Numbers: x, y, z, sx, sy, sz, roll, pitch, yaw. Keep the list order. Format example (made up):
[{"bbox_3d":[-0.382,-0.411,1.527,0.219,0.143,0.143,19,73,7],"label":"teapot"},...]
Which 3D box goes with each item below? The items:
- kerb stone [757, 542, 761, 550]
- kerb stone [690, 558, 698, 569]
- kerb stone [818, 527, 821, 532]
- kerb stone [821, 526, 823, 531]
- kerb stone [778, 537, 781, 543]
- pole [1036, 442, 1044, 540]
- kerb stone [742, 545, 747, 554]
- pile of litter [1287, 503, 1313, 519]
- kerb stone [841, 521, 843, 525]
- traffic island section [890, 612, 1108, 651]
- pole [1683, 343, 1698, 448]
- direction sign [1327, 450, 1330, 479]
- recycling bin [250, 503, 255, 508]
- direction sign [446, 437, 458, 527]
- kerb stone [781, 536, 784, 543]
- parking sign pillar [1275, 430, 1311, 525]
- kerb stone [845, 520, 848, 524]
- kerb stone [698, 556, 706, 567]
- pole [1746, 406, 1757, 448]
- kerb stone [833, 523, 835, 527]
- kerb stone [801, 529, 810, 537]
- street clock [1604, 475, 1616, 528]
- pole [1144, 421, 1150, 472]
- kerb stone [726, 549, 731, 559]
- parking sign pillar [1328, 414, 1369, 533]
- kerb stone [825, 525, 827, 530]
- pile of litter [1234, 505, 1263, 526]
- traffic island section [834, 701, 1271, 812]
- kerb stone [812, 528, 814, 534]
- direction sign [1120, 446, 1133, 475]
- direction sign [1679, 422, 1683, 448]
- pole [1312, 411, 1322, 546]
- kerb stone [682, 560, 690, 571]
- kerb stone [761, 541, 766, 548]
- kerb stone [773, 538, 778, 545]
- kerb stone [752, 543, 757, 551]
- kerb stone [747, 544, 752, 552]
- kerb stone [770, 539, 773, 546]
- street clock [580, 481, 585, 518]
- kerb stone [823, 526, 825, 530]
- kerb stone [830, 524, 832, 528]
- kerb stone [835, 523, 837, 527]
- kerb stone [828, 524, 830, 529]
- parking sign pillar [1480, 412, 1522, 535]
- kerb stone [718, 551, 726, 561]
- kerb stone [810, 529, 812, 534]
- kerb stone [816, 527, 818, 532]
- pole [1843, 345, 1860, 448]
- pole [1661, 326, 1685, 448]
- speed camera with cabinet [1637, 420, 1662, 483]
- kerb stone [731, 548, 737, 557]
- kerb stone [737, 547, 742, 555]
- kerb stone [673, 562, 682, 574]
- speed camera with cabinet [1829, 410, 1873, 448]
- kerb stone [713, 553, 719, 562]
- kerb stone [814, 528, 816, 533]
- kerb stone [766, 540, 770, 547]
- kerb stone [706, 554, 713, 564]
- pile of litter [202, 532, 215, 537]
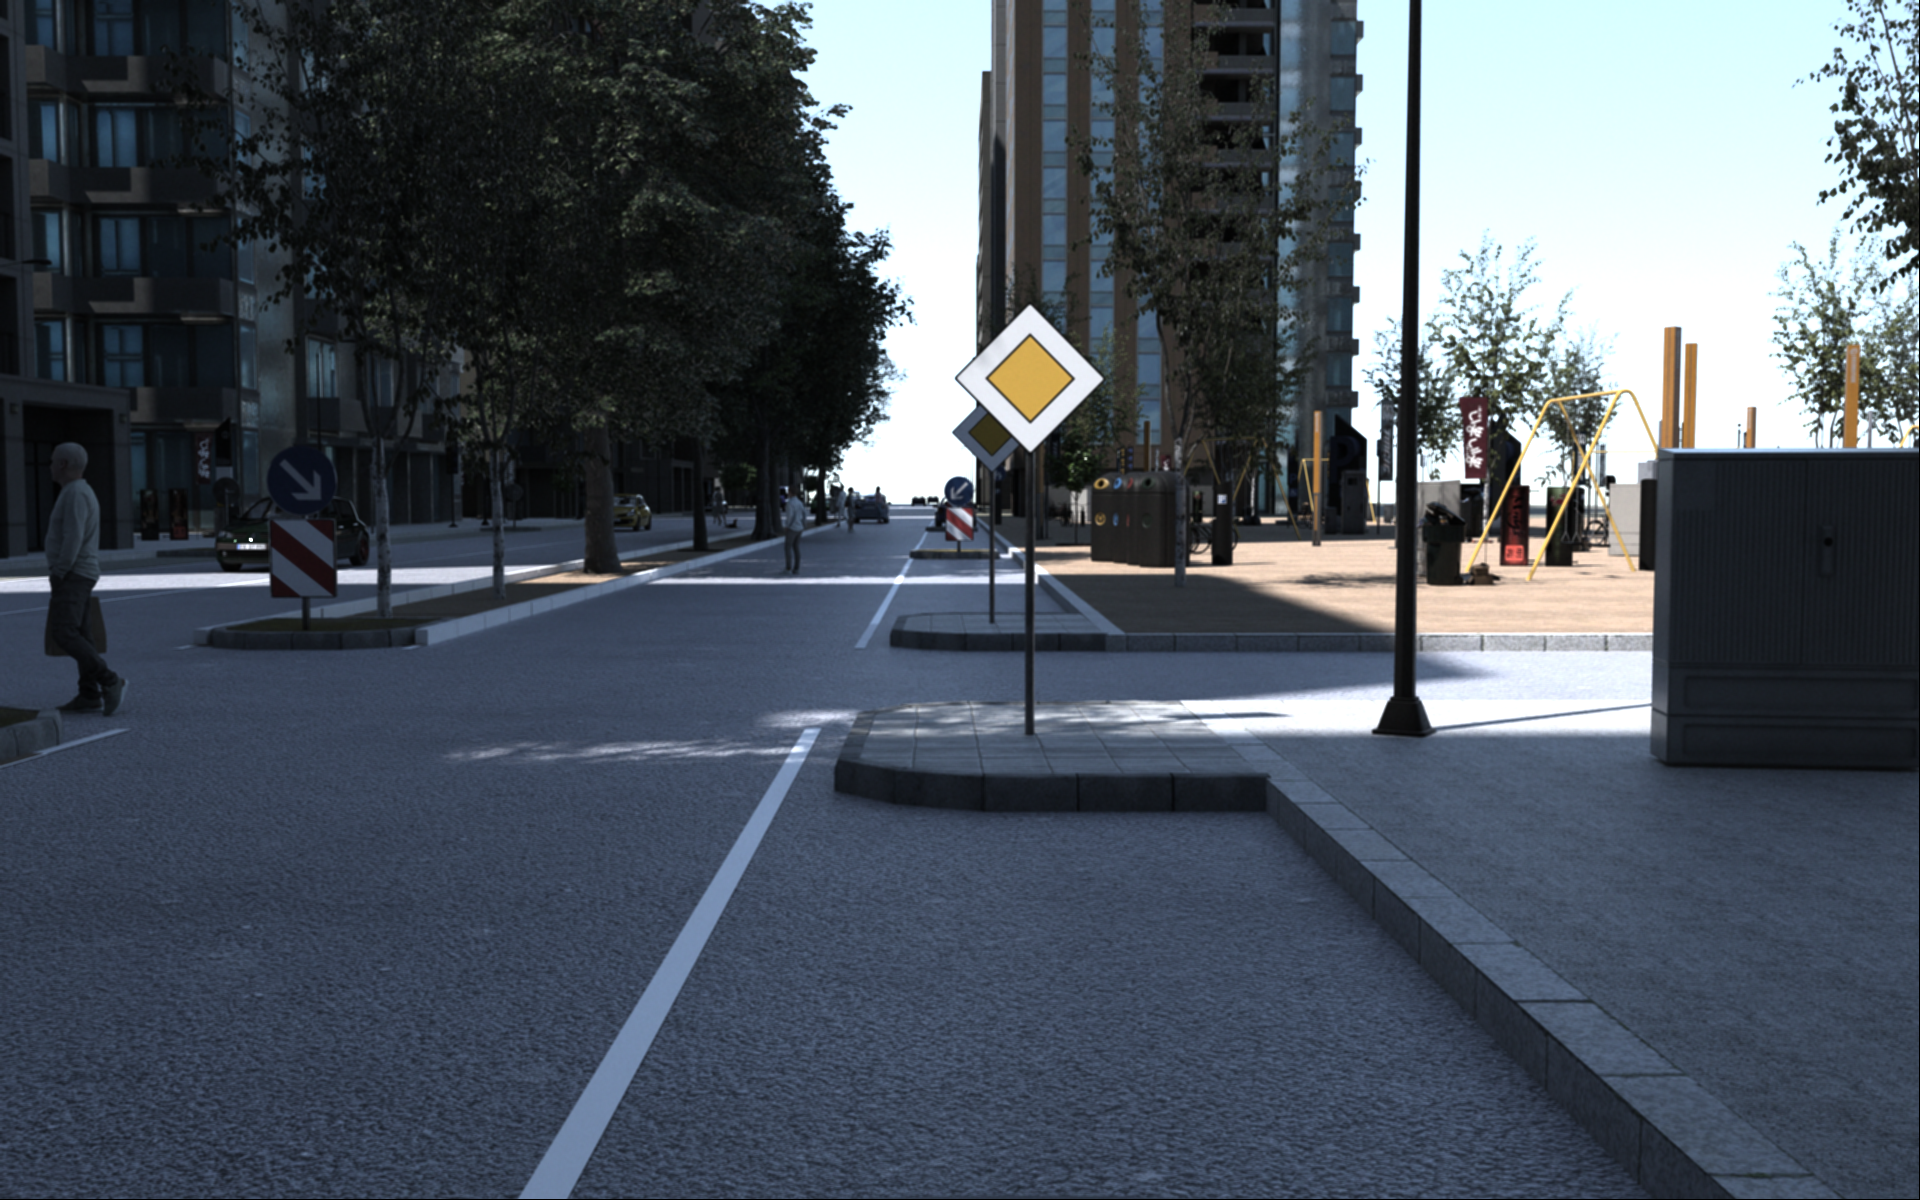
[{"bbox_3d":[-5.293,-1.367,44.549,0.120,0.150,1.000,0,4,0],"label":"kerb stone"},{"bbox_3d":[-5.213,-0.673,33.286,0.120,0.150,1.000,0,4,0],"label":"kerb stone"},{"bbox_3d":[-5.423,-2.621,65.044,0.120,0.150,1.000,0,4,0],"label":"kerb stone"},{"bbox_3d":[-5.433,-2.684,66.074,0.120,0.150,1.000,0,4,0],"label":"kerb stone"},{"bbox_3d":[-5.320,-1.676,49.677,0.120,0.150,1.000,0,4,0],"label":"kerb stone"},{"bbox_3d":[2.227,-3.326,48.225,0.158,3.312,0.155,0,3,0],"label":"pole"},{"bbox_3d":[-5.269,-1.174,41.471,0.120,0.150,1.000,0,4,0],"label":"kerb stone"},{"bbox_3d":[17.849,-4.632,89.706,1.719,0.858,1.176,3,4,36],"label":"pile of litter"},{"bbox_3d":[-5.510,-3.436,78.411,0.120,0.150,1.000,0,4,0],"label":"kerb stone"},{"bbox_3d":[0.338,0.308,17.237,2.009,0.180,2.903,0,4,0],"label":"traffic island section"},{"bbox_3d":[9.884,-1.814,23.498,0.158,3.312,0.155,0,3,0],"label":"pole"},{"bbox_3d":[19.148,-5.972,89.632,0.379,3.537,0.876,0,4,-5],"label":"direction sign"},{"bbox_3d":[-19.433,-2.198,48.487,0.722,1.027,0.722,-1,4,-14],"label":"recycling bin"},{"bbox_3d":[-19.666,-4.594,67.115,0.379,3.537,0.876,-3,5,-44],"label":"direction sign"},{"bbox_3d":[-5.331,-1.742,50.706,0.120,0.150,1.000,0,4,0],"label":"kerb stone"},{"bbox_3d":[13.866,-5.111,72.030,1.447,3.967,1.447,1,4,11],"label":"parking sign pillar"},{"bbox_3d":[-5.561,-3.748,83.542,0.120,0.150,1.000,0,4,0],"label":"kerb stone"},{"bbox_3d":[-5.218,-0.738,34.308,0.120,0.150,1.000,0,4,0],"label":"kerb stone"},{"bbox_3d":[18.437,-2.849,40.423,0.158,3.312,0.155,0,3,0],"label":"pole"},{"bbox_3d":[-5.479,-3.123,73.281,0.120,0.150,1.000,0,4,0],"label":"kerb stone"},{"bbox_3d":[-5.391,-2.304,59.917,0.120,0.150,1.000,0,4,0],"label":"kerb stone"},{"bbox_3d":[24.923,-3.785,66.462,0.358,2.002,0.471,-1,4,-12],"label":"street clock"},{"bbox_3d":[5.237,-3.343,48.499,0.158,3.312,0.155,0,3,0],"label":"pole"},{"bbox_3d":[-5.251,-0.990,38.405,0.120,0.150,1.000,0,4,0],"label":"kerb stone"},{"bbox_3d":[12.914,-4.233,57.681,1.447,3.967,1.447,-3,4,-37],"label":"parking sign pillar"},{"bbox_3d":[-5.447,-2.805,68.151,0.120,0.150,1.000,0,4,0],"label":"kerb stone"},{"bbox_3d":[11.508,-3.448,70.334,1.719,0.858,1.176,0,4,-5],"label":"pile of litter"},{"bbox_3d":[0.392,0.797,9.252,2.009,0.180,2.903,0,4,0],"label":"traffic island section"},{"bbox_3d":[-5.404,-2.433,61.967,0.120,0.150,1.000,0,4,0],"label":"kerb stone"},{"bbox_3d":[7.864,-5.501,81.941,0.379,3.537,0.876,-3,4,-38],"label":"direction sign"},{"bbox_3d":[22.715,-3.842,54.806,0.379,3.537,0.876,-3,4,-38],"label":"direction sign"},{"bbox_3d":[8.781,-2.979,42.553,0.158,3.312,0.155,0,3,0],"label":"pole"},{"bbox_3d":[-5.216,-0.616,32.264,0.120,0.150,1.000,0,4,0],"label":"kerb stone"},{"bbox_3d":[-5.294,-1.430,45.575,0.120,0.150,1.000,0,4,0],"label":"kerb stone"},{"bbox_3d":[-5.304,-1.618,48.654,0.120,0.150,1.000,0,4,0],"label":"kerb stone"},{"bbox_3d":[-5.284,-1.302,43.527,0.120,0.150,1.000,0,4,0],"label":"kerb stone"},{"bbox_3d":[-5.274,-1.239,42.505,0.120,0.150,1.000,0,4,0],"label":"kerb stone"},{"bbox_3d":[-5.313,-1.550,47.632,0.120,0.150,1.000,0,4,0],"label":"kerb stone"},{"bbox_3d":[-20.218,-5.382,92.568,0.358,2.002,0.471,-1,4,-16],"label":"street clock"},{"bbox_3d":[-5.443,-2.747,67.112,0.120,0.150,1.000,0,4,0],"label":"kerb stone"},{"bbox_3d":[-5.470,-2.994,71.224,0.120,0.150,1.000,0,4,0],"label":"kerb stone"},{"bbox_3d":[-5.491,-3.182,74.306,0.120,0.150,1.000,0,4,0],"label":"kerb stone"},{"bbox_3d":[-5.457,-2.936,70.199,0.120,0.150,1.000,0,4,0],"label":"kerb stone"},{"bbox_3d":[16.974,-4.080,55.186,1.447,3.967,1.447,2,4,35],"label":"parking sign pillar"},{"bbox_3d":[-5.241,-0.924,37.383,0.120,0.150,1.000,0,4,0],"label":"kerb stone"},{"bbox_3d":[-5.394,-2.370,60.944,0.120,0.150,1.000,0,4,0],"label":"kerb stone"},{"bbox_3d":[-5.429,-2.558,64.022,0.120,0.150,1.000,0,4,0],"label":"kerb stone"},{"bbox_3d":[12.211,-1.831,23.778,0.158,3.312,0.155,0,3,0],"label":"pole"},{"bbox_3d":[8.683,-1.673,21.195,0.158,3.312,0.155,0,3,0],"label":"pole"},{"bbox_3d":[19.306,-3.216,46.911,2.038,3.252,0.660,-2,4,-24],"label":"speed camera with cabinet"},{"bbox_3d":[-5.259,-1.054,39.427,0.120,0.150,1.000,0,4,0],"label":"kerb stone"},{"bbox_3d":[-5.265,-1.114,40.449,0.120,0.150,1.000,0,4,0],"label":"kerb stone"},{"bbox_3d":[-5.199,-0.551,31.242,0.120,0.150,1.000,0,4,0],"label":"kerb stone"},{"bbox_3d":[20.750,-2.842,40.808,2.038,3.252,0.660,0,4,7],"label":"speed camera with cabinet"},{"bbox_3d":[-5.236,-0.860,36.357,0.120,0.150,1.000,0,4,0],"label":"kerb stone"},{"bbox_3d":[-5.417,-2.496,62.997,0.120,0.150,1.000,0,4,0],"label":"kerb stone"},{"bbox_3d":[-5.300,-1.493,46.608,0.120,0.150,1.000,0,4,0],"label":"kerb stone"},{"bbox_3d":[-5.224,-0.803,35.330,0.120,0.150,1.000,0,4,0],"label":"kerb stone"},{"bbox_3d":[-21.840,-2.283,51.295,1.176,0.858,1.719,-2,4,-26],"label":"pile of litter"}]
